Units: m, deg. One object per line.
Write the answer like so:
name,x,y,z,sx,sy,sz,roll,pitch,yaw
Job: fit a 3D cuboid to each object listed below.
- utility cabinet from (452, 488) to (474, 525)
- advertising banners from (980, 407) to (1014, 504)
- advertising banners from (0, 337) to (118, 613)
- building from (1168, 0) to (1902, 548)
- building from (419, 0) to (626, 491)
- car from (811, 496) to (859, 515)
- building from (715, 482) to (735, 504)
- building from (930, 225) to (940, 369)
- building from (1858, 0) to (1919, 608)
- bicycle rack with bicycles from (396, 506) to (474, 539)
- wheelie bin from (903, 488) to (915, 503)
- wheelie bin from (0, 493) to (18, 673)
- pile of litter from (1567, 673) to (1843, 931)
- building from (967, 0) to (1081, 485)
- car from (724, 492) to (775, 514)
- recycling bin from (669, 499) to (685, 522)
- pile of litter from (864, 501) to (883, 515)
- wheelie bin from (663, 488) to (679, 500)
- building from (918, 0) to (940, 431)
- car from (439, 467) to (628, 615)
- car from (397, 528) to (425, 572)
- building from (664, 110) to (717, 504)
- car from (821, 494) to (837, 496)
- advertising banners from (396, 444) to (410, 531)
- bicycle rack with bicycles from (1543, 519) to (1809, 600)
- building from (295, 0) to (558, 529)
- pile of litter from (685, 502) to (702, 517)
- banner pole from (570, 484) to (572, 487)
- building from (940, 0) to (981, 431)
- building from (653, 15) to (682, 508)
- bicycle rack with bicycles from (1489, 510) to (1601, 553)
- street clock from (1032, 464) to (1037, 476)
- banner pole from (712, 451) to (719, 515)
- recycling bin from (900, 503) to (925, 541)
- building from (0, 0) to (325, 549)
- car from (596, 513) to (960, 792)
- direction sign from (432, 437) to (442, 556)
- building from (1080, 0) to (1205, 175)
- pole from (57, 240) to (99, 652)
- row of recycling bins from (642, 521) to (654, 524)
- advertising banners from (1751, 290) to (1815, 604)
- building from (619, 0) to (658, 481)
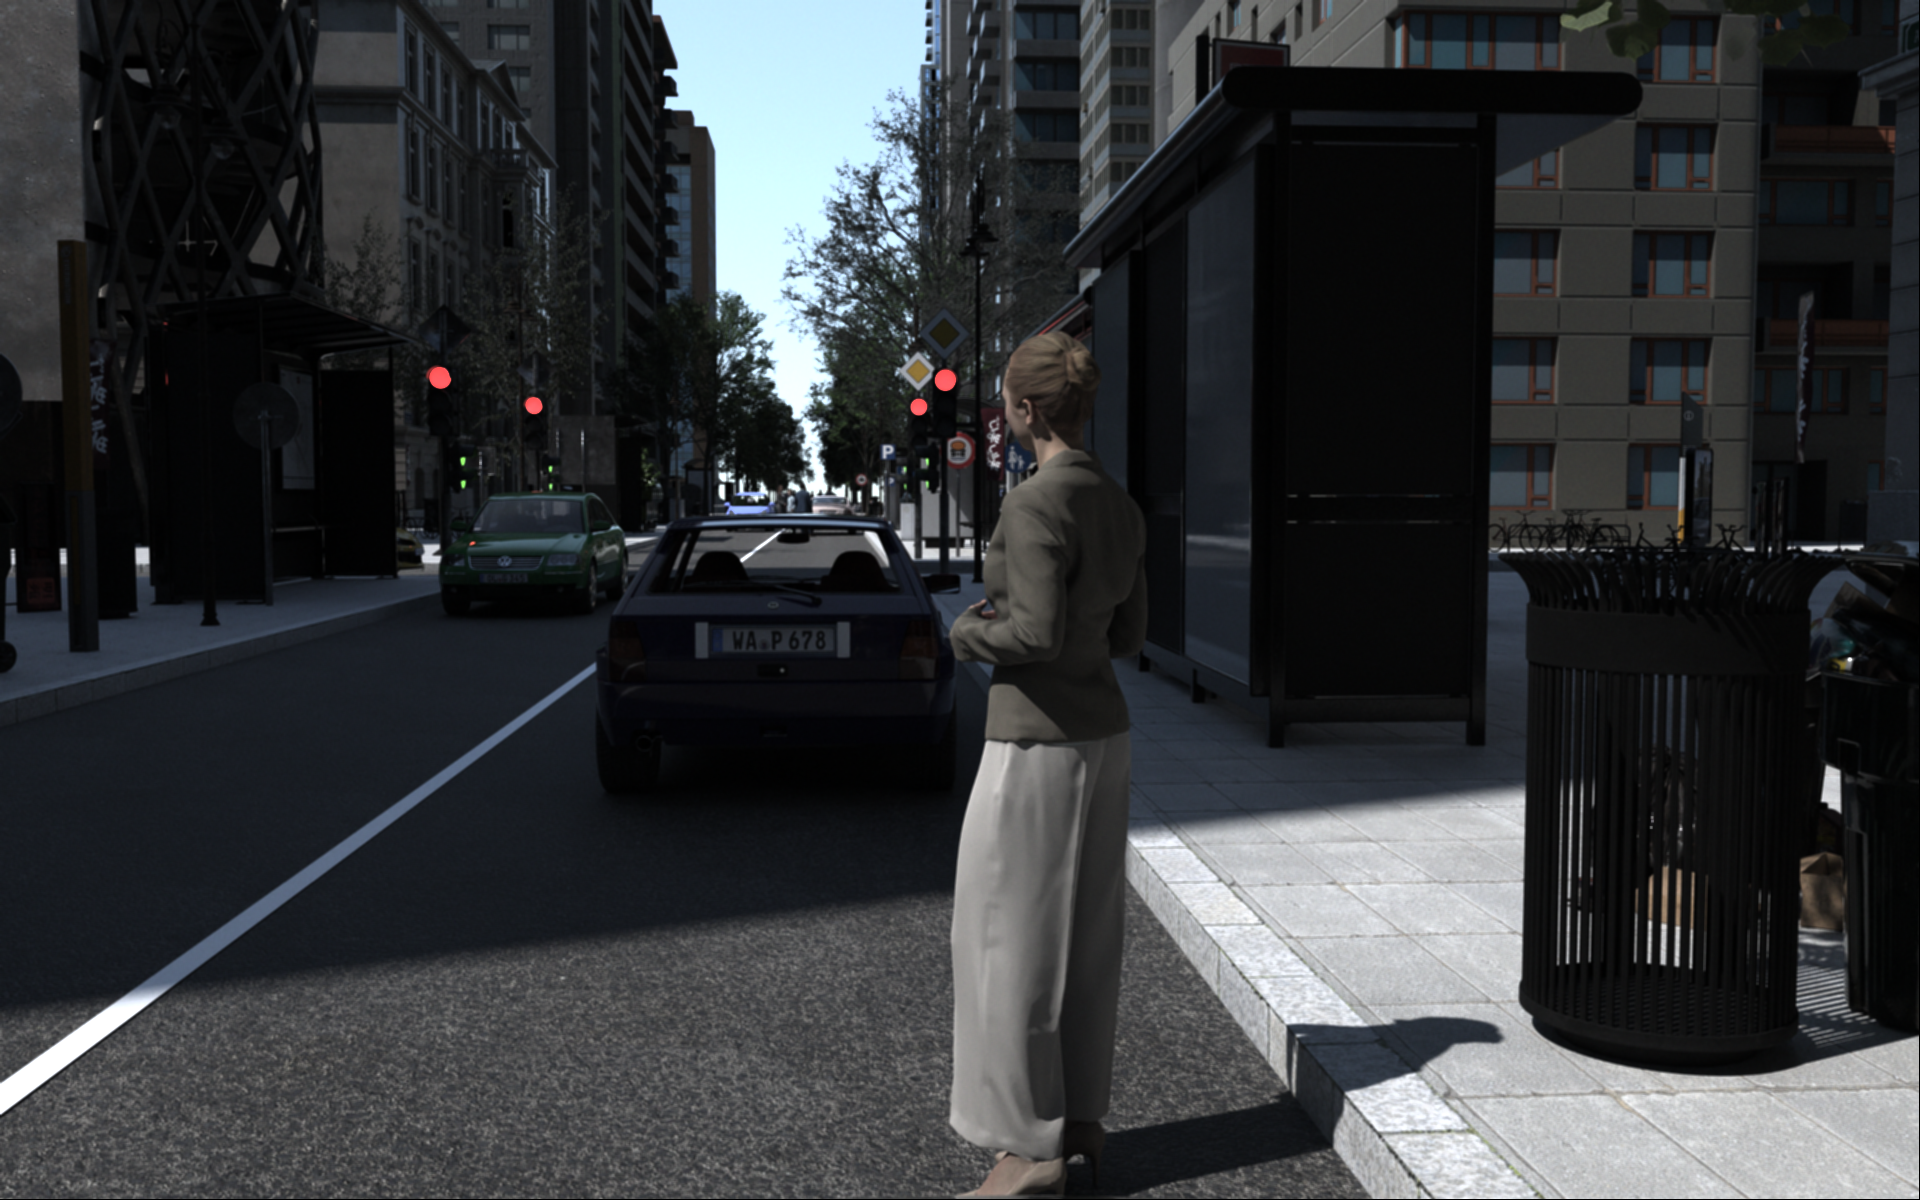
utility cabinet,-17.304,-3.147,60.137,0.318,1.500,1.173,-3,5,-44
advertising banners,1.376,-2.350,34.615,2.074,3.025,0.090,1,4,22
advertising banners,-10.050,-1.381,18.763,0.090,3.025,2.074,2,4,31
building,23.508,-12.835,54.892,28.899,21.520,27.650,0,4,-4
building,-30.086,-26.324,113.993,14.154,41.232,14.086,0,4,-4
car,-4.640,-3.030,61.897,2.083,1.381,4.827,0,4,-3
building,-49.015,-34.083,249.138,32.217,40.220,23.993,0,4,-4
building,8.897,-32.650,225.704,32.217,40.220,23.993,0,4,-4
building,16.766,-13.443,7.183,14.401,28.519,23.554,0,4,-4
bicycle rack with bicycles,-14.901,-2.242,50.045,2.852,0.926,2.925,-3,5,-43
wheelie bin,-1.718,-3.514,65.356,0.980,1.594,0.693,-2,4,-33
wheelie bin,-7.194,-0.270,12.321,0.980,1.594,0.693,2,4,25
pile of litter,2.757,0.517,5.517,1.719,0.858,1.176,0,4,2
building,12.222,-31.464,134.048,23.786,49.044,30.456,0,4,-4
car,-8.045,-3.485,66.577,1.945,1.707,3.694,0,4,-3
recycling bin,-14.534,-4.675,88.995,0.722,1.027,0.722,-1,4,-9
pile of litter,-5.067,-5.596,105.464,1.719,0.858,1.176,-1,4,-17
wheelie bin,-14.530,-4.818,86.678,0.980,1.594,0.693,0,4,1
building,2.818,-57.474,252.371,22.319,86.520,31.000,0,4,-4
car,-5.338,-0.810,22.035,1.959,1.807,4.718,0,4,-3
car,-11.124,-1.162,29.224,3.980,1.641,2.015,0,4,-3
building,-36.364,-34.003,206.051,14.600,45.320,14.200,0,4,-4
car,-10.311,-7.612,136.258,2.131,1.459,4.920,0,4,-3
advertising banners,-19.170,-3.883,59.677,0.090,3.025,2.074,0,4,-4
bicycle rack with bicycles,8.836,-0.469,21.053,2.925,0.926,2.852,1,4,12
building,-26.730,-15.929,79.531,14.460,24.649,34.723,0,4,-4
pile of litter,-14.371,-4.928,94.534,1.719,0.858,1.176,1,4,15
banner pole,-18.086,-5.601,81.590,0.863,3.779,0.401,3,4,36
building,8.584,-37.973,162.851,21.231,58.520,28.212,0,4,-4
building,-37.095,-30.695,156.483,22.147,44.769,28.867,0,4,-4
bicycle rack with bicycles,13.249,-1.483,37.628,2.852,0.926,2.925,-2,4,-25
street clock,1.964,-2.291,42.027,0.358,2.002,0.471,-2,4,-32
banner pole,-13.719,-6.551,97.131,0.401,3.779,0.863,-3,4,-38
recycling bin,-1.204,-2.148,47.674,0.722,1.027,0.722,1,4,14
building,-26.919,-11.036,47.897,16.820,18.784,16.811,0,4,-4
car,-0.943,0.176,9.698,1.945,1.354,3.894,0,4,-3
direction sign,-10.842,-2.699,36.125,0.379,3.537,0.876,-1,4,-14
building,19.842,-24.876,98.609,32.217,40.220,23.993,0,4,-4
pole,-7.151,-1.236,14.045,0.158,3.312,0.155,0,3,0
row of recycling bins,-13.935,-4.211,75.960,1.069,1.692,3.534,0,4,-3
advertising banners,7.566,-1.209,15.961,0.090,3.025,2.074,1,4,14
building,-34.970,-31.044,131.269,21.300,48.544,21.600,0,4,-4
